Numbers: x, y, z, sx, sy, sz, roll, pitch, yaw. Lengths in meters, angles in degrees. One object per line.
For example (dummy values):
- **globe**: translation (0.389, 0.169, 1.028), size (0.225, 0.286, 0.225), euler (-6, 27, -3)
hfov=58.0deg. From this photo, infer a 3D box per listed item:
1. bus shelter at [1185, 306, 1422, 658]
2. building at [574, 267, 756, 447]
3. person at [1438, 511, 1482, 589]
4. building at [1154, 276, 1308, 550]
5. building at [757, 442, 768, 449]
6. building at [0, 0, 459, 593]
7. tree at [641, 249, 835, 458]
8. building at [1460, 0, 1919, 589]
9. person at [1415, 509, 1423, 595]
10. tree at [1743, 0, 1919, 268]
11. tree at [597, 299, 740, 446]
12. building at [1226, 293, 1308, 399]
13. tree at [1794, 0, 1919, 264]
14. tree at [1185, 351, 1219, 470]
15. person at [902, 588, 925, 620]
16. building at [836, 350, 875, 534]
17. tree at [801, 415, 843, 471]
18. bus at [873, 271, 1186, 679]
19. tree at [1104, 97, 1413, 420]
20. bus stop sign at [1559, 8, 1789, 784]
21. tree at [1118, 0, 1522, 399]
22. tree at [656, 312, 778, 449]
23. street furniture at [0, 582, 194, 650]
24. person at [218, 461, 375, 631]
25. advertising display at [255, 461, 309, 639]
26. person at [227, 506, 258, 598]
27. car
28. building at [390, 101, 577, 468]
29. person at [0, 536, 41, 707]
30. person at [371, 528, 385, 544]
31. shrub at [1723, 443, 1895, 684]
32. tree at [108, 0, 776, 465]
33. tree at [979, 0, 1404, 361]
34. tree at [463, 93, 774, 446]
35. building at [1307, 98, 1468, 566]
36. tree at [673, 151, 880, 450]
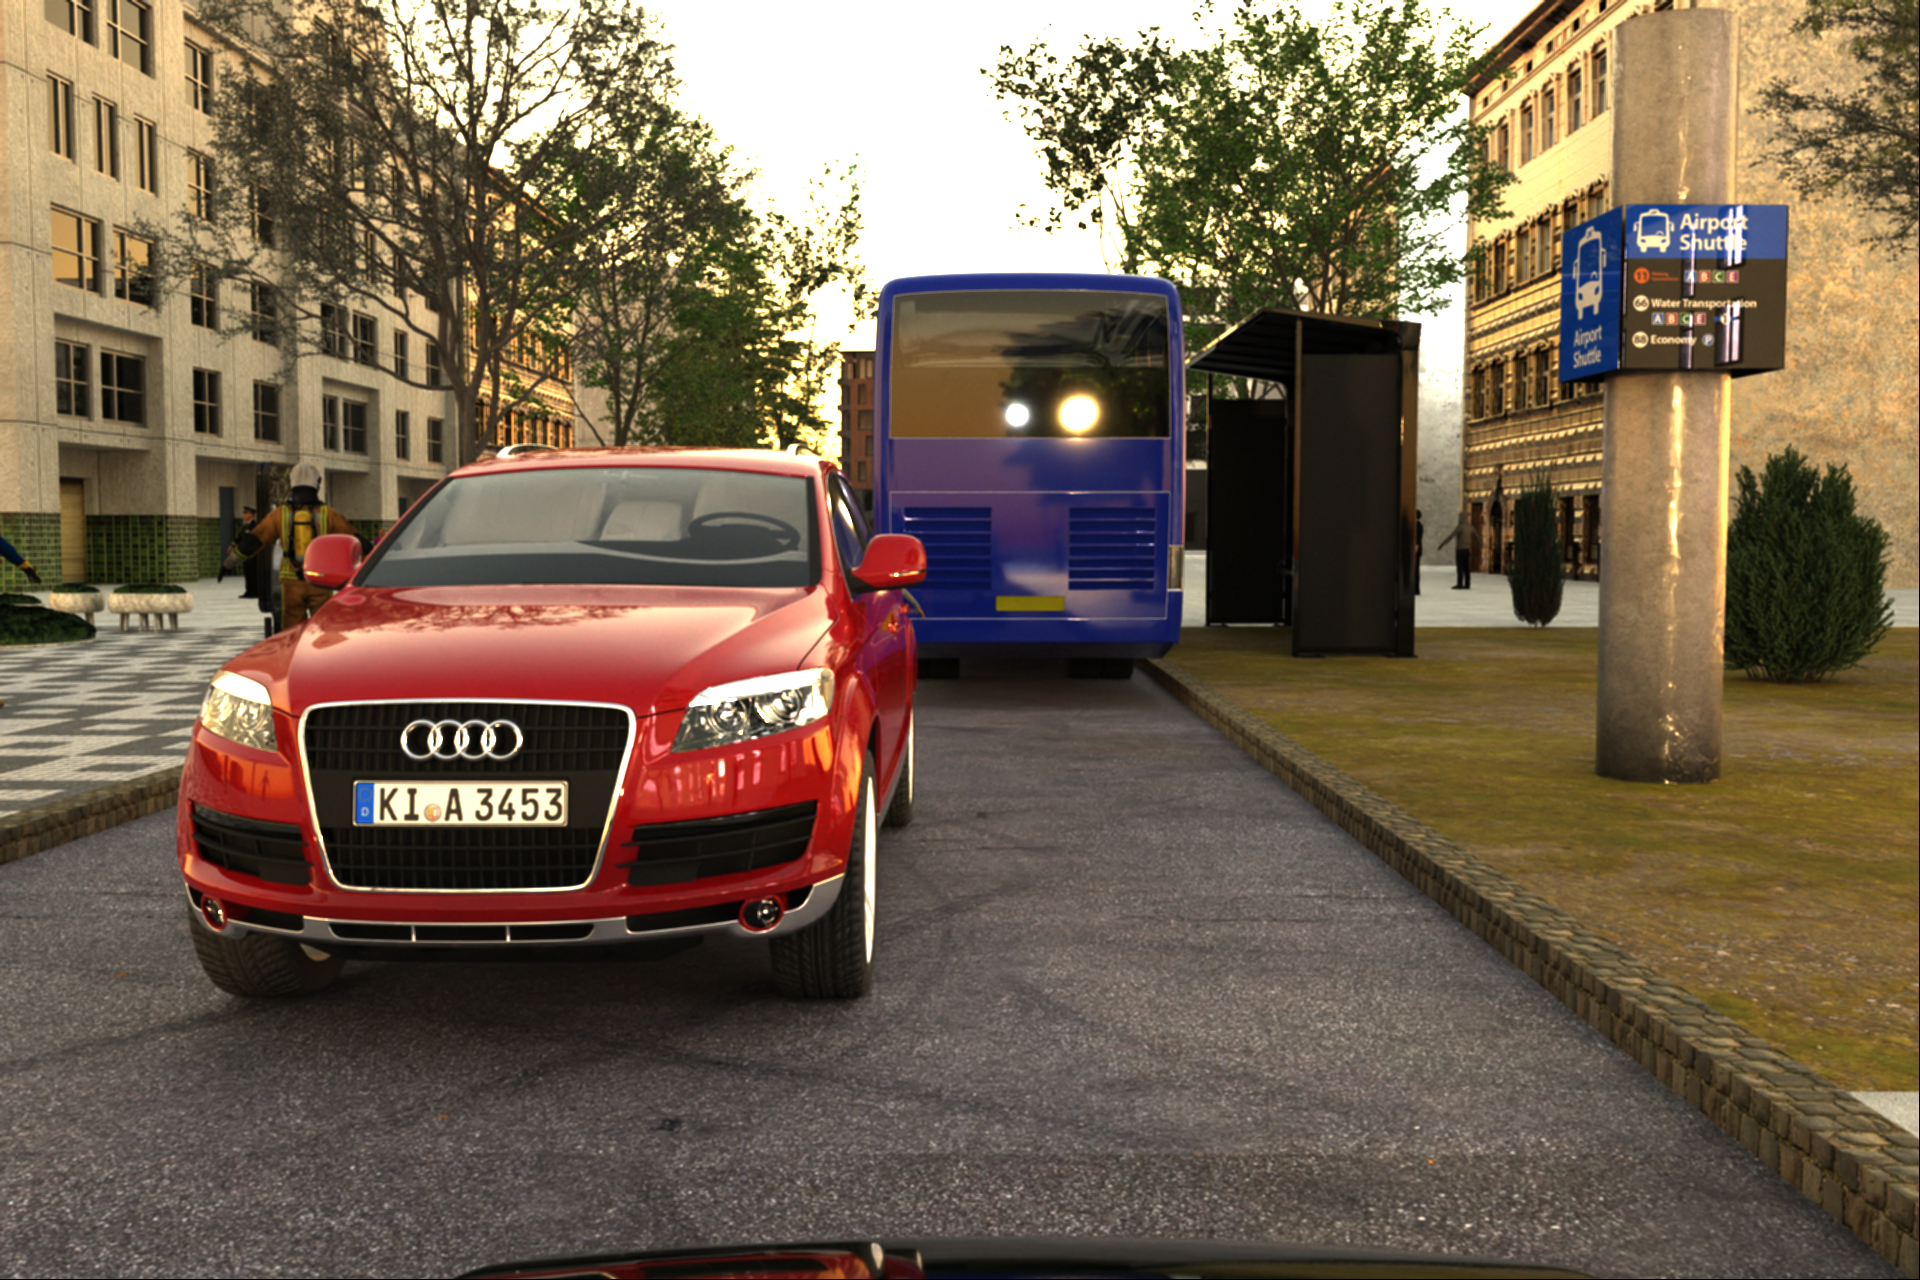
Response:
- **bus shelter**: translation (3.946, -1.817, 20.998), size (1.731, 3.624, 6.357), euler (0, 4, -1)
- **building**: translation (-25.710, -16.169, 130.823), size (16.747, 18.905, 31.486), euler (0, 4, 0)
- **person**: translation (11.703, -2.094, 40.359), size (1.348, 1.813, 0.705), euler (-2, 4, -29)
- **building**: translation (23.666, -18.937, 153.593), size (27.936, 21.610, 32.646), euler (0, 4, 1)
- **building**: translation (-22.814, -13.705, 166.223), size (9.099, 9.664, 28.070), euler (0, 4, 1)
- **building**: translation (-28.463, -11.396, 52.782), size (16.747, 18.905, 31.486), euler (0, 4, 1)
- **tree**: translation (-8.854, -9.216, 68.803), size (7.486, 12.596, 7.792), euler (0, 3, 0)
- **building**: translation (26.165, -13.336, 48.966), size (19.493, 23.208, 18.063), euler (0, 4, 0)
- **person**: translation (9.562, -1.856, 36.532), size (0.705, 1.806, 1.347), euler (0, 4, 5)
- **tree**: translation (14.884, -6.749, 20.710), size (12.009, 13.543, 11.850), euler (0, 3, 0)
- **tree**: translation (-8.361, -6.180, 51.401), size (4.737, 8.622, 4.395), euler (0, 3, 0)
- **building**: translation (25.662, -16.978, 134.004), size (16.016, 20.090, 11.380), euler (0, 3, 0)
- **tree**: translation (6.634, -3.723, 11.232), size (4.360, 8.622, 3.978), euler (0, 3, 0)
- **tree**: translation (7.628, -8.326, 70.537), size (8.767, 10.594, 7.601), euler (3, 5, 39)
- **person**: translation (-0.756, -0.102, 13.385), size (0.991, 1.433, 0.599), euler (-1, 4, -8)
- **building**: translation (3.244, -21.686, 201.003), size (32.646, 21.610, 27.936), euler (0, 4, 3)
- **tree**: translation (-8.882, -9.499, 105.663), size (4.737, 8.622, 4.395), euler (0, 3, 0)
- **bus**: translation (0.522, -1.737, 19.954), size (2.896, 3.916, 12.251), euler (0, 4, 0)
- **tree**: translation (7.087, -7.098, 41.813), size (9.928, 11.665, 9.643), euler (0, 3, 0)
- **bus stop sign**: translation (3.697, -1.226, 9.069), size (0.837, 3.901, 0.837), euler (0, 4, -1)
- **tree**: translation (6.671, -6.551, 32.868), size (9.928, 11.665, 9.643), euler (0, 3, 0)
- **tree**: translation (-8.320, -6.578, 57.906), size (4.737, 8.622, 4.395), euler (0, 3, 0)
- **street furniture**: translation (-14.919, -0.383, 21.895), size (10.072, 0.657, 5.734), euler (1, 4, 15)
- **person**: translation (-5.209, -0.493, 13.825), size (1.354, 1.858, 0.705), euler (-1, 4, -15)
- **advertising display**: translation (-6.113, -0.642, 15.705), size (0.123, 1.923, 0.974), euler (0, 4, 0)
- **person**: translation (-14.204, -1.754, 34.607), size (1.347, 1.837, 0.705), euler (3, 5, 39)
- **car**: translation (-1.253, 0.100, 7.039), size (2.281, 1.827, 5.304), euler (0, 4, 1)
- **building**: translation (-28.765, -15.119, 78.124), size (19.493, 23.208, 18.063), euler (0, 4, 1)
- **person**: translation (-7.239, -0.404, 12.583), size (0.705, 1.833, 1.349), euler (1, 4, 10)
- **person**: translation (-14.285, -2.048, 42.753), size (0.991, 1.433, 0.599), euler (-1, 4, -11)
- **shrub**: translation (7.223, -0.674, 15.054), size (1.661, 2.075, 1.752), euler (0, 3, 0)
- **tree**: translation (-8.228, -7.259, 29.062), size (12.009, 13.543, 11.850), euler (0, 3, 0)
- **tree**: translation (7.009, -12.169, 54.859), size (12.611, 20.169, 13.585), euler (0, 3, 0)
- **tree**: translation (-8.089, -7.046, 40.962), size (9.928, 11.665, 9.643), euler (0, 3, 0)
- **building**: translation (26.794, -15.144, 78.532), size (19.493, 23.208, 18.063), euler (0, 3, 0)
- **tree**: translation (-7.379, -14.004, 84.861), size (12.611, 20.169, 13.585), euler (0, 3, 0)
